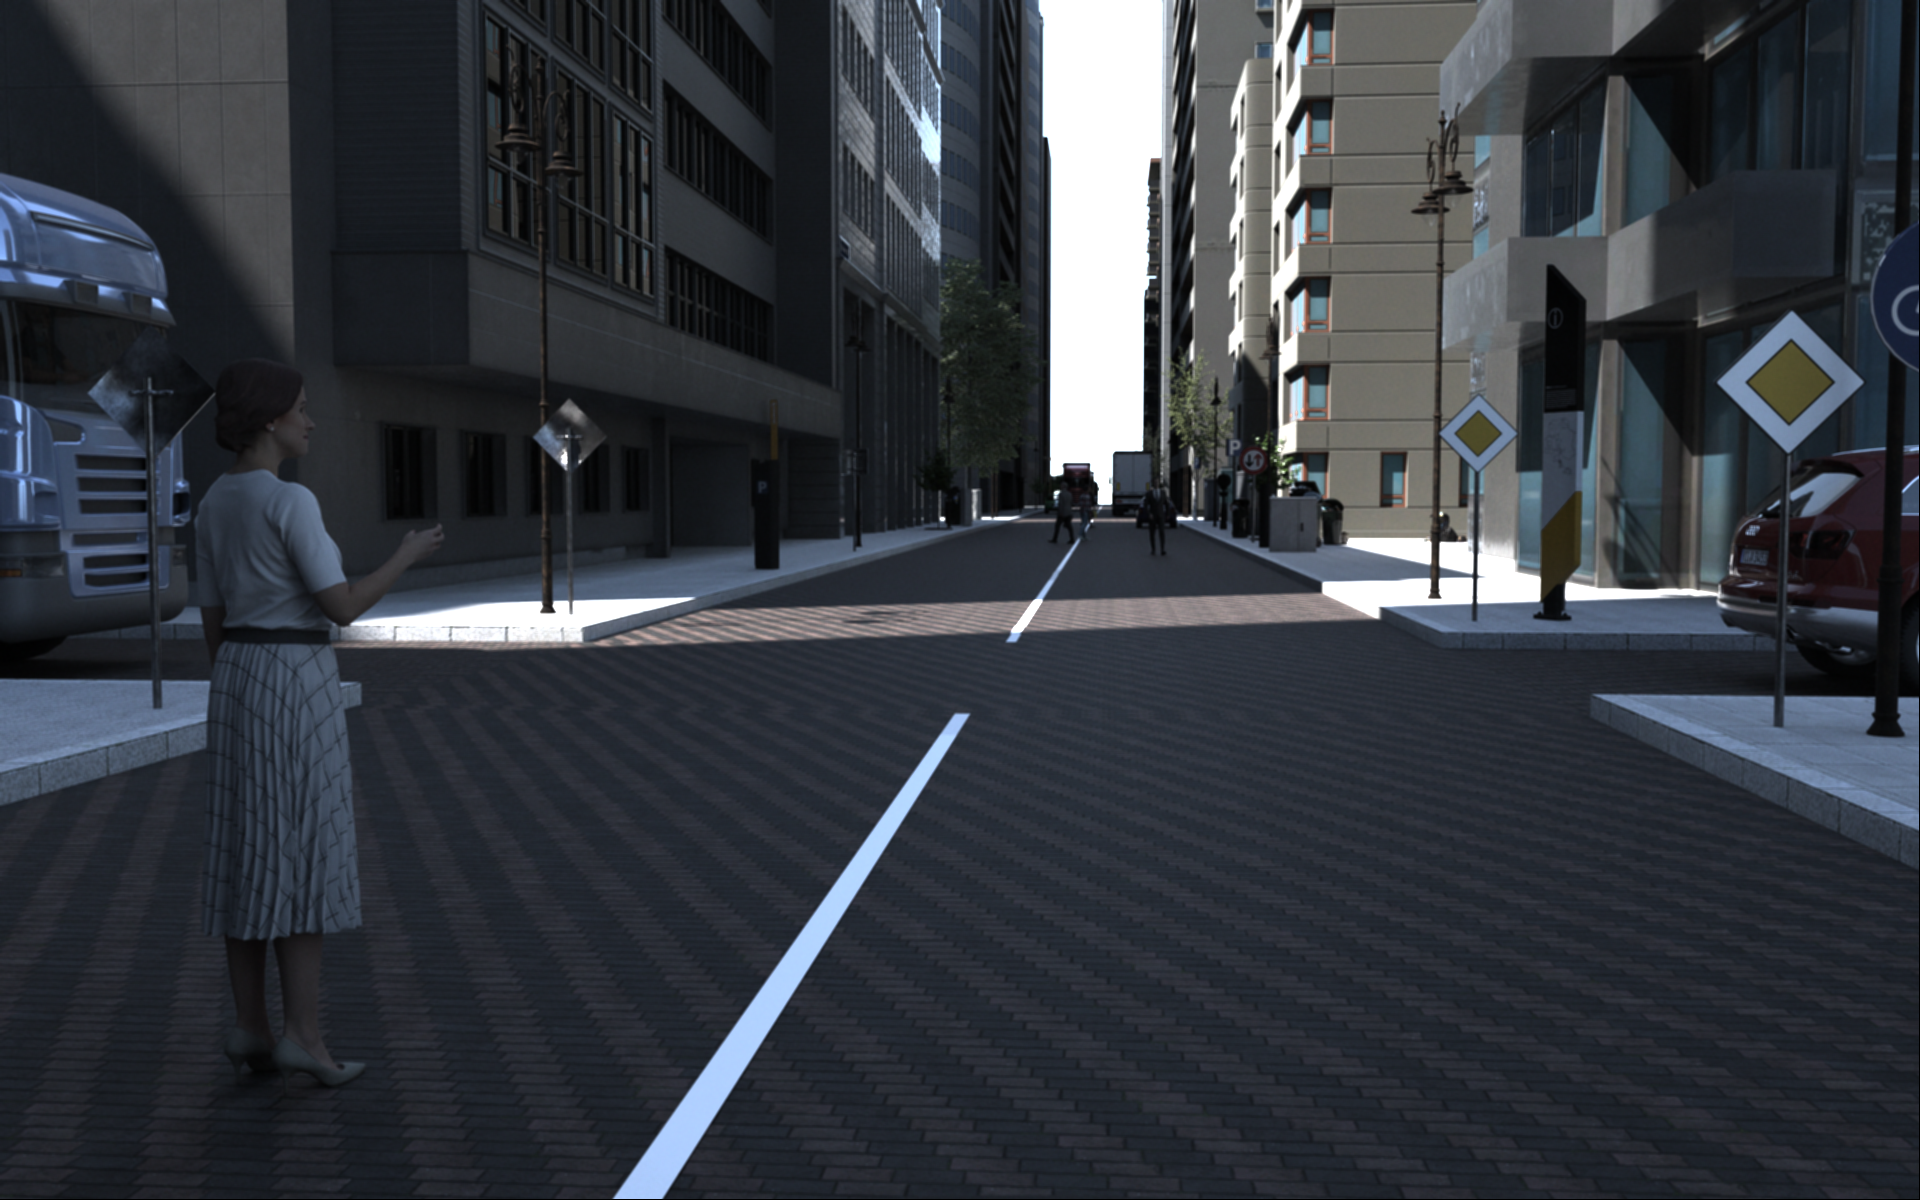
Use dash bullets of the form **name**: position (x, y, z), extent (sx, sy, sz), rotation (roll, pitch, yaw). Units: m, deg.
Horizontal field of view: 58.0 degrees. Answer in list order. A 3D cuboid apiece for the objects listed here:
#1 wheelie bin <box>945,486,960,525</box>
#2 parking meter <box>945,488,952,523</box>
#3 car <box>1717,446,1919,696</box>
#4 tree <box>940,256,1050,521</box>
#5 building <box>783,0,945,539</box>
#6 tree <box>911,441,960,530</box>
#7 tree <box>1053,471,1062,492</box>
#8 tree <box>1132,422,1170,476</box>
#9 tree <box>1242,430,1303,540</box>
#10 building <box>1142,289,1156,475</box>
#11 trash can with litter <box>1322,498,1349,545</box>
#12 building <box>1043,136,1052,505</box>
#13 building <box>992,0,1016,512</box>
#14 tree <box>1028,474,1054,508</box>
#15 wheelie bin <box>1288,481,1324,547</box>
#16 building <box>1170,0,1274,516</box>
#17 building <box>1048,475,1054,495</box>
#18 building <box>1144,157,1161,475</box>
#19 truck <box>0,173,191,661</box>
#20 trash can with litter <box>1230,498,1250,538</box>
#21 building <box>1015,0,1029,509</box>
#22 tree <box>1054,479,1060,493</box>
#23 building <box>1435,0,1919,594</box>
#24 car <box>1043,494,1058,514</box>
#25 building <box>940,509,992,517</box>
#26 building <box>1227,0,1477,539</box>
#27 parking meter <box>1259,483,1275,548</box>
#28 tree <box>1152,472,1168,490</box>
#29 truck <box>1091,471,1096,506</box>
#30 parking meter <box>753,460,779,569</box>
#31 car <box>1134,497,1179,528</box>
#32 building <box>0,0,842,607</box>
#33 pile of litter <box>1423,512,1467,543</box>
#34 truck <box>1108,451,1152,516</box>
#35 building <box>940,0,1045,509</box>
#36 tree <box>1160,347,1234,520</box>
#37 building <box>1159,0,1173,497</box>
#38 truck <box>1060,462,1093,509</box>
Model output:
- **wheelie bin**: position (-0.185, -3.881, 71.360), extent (0.693, 1.594, 0.980), rotation (-1, 4, -23)
- **parking meter**: position (-0.481, -4.132, 75.977), extent (0.372, 1.533, 0.369), rotation (0, 3, 0)
- **car**: position (8.423, -0.243, 12.644), extent (5.304, 1.827, 2.281), rotation (0, 4, 5)
- **tree**: position (0.406, -10.114, 83.492), extent (7.486, 12.596, 7.792), rotation (0, 3, 0)
- **building**: position (-7.515, -17.495, 63.543), extent (11.434, 29.767, 29.804), rotation (0, 4, 5)
- **tree**: position (-0.778, -4.159, 62.594), extent (1.663, 3.219, 1.824), rotation (0, 3, 0)
- **tree**: position (14.199, -16.030, 245.805), extent (4.285, 4.588, 4.351), rotation (0, 3, 0)
- **tree**: position (19.661, -13.849, 176.787), extent (4.360, 8.622, 3.978), rotation (0, 3, 0)
- **tree**: position (8.477, -3.274, 48.131), extent (1.663, 3.219, 1.824), rotation (0, 3, 0)
- **building**: position (32.648, -28.821, 242.916), extent (14.160, 30.474, 14.107), rotation (0, 4, 5)
- **trash can with litter**: position (9.495, -1.997, 44.032), extent (0.624, 1.170, 1.055), rotation (2, 4, 30)
- **building**: position (4.092, -34.413, 212.762), extent (14.600, 45.320, 14.200), rotation (0, 4, 5)
- **building**: position (-6.984, -31.112, 132.389), extent (21.300, 48.544, 21.600), rotation (0, 4, 5)
- **tree**: position (7.429, -10.310, 163.165), extent (1.663, 3.219, 1.824), rotation (0, 3, 0)
- **wheelie bin**: position (8.342, -2.075, 41.838), extent (0.693, 1.594, 0.980), rotation (-3, 5, -39)
- **building**: position (26.632, -30.789, 127.100), extent (21.300, 48.544, 21.600), rotation (0, 4, 5)
- **building**: position (2.229, -48.399, 229.571), extent (20.563, 71.187, 20.611), rotation (0, 4, 5)
- **building**: position (34.797, -34.627, 220.768), extent (22.147, 44.769, 28.867), rotation (0, 4, 5)
- **truck**: position (-15.272, -1.497, 14.239), extent (18.799, 4.110, 2.967), rotation (0, 4, 4)
- **trash can with litter**: position (8.153, -2.415, 50.876), extent (0.624, 1.170, 1.055), rotation (0, 4, -1)
- **building**: position (-1.244, -30.610, 150.583), extent (14.600, 45.320, 14.200), rotation (0, 4, 5)
- **tree**: position (9.917, -11.864, 188.583), extent (1.663, 3.219, 1.824), rotation (0, 3, 0)
- **building**: position (22.897, -24.816, 25.351), extent (30.456, 49.044, 23.786), rotation (0, 4, 5)
- **car**: position (7.199, -7.326, 128.580), extent (1.959, 1.807, 4.718), rotation (0, 4, 5)
- **building**: position (-9.372, -34.577, 107.338), extent (21.231, 58.520, 28.212), rotation (0, 4, 5)
- **building**: position (24.667, -13.294, 62.391), extent (27.650, 21.520, 28.899), rotation (0, 4, 5)
- **parking meter**: position (7.378, -2.029, 41.587), extent (0.372, 1.533, 0.369), rotation (0, 3, 0)
- **tree**: position (17.060, -9.513, 150.146), extent (1.663, 3.219, 1.824), rotation (0, 3, 0)
- **truck**: position (15.382, -13.799, 214.524), extent (2.839, 4.237, 11.283), rotation (0, 4, 3)
- **parking meter**: position (-3.310, -1.460, 29.581), extent (0.399, 1.863, 0.255), rotation (2, 4, 28)
- **car**: position (8.443, -3.788, 74.517), extent (1.945, 1.354, 3.894), rotation (0, 4, 6)
- **building**: position (-11.613, -13.150, 34.065), extent (14.314, 24.678, 30.058), rotation (0, 4, 5)
- **pile of litter**: position (13.047, -1.983, 46.379), extent (1.176, 0.858, 1.719), rotation (-1, 4, -10)
- **truck**: position (11.528, -7.837, 117.041), extent (2.839, 4.237, 11.283), rotation (0, 4, 4)
- **building**: position (-1.819, -39.732, 191.623), extent (21.231, 58.520, 28.212), rotation (0, 4, 5)
- **tree**: position (11.909, -8.323, 86.437), extent (4.737, 8.622, 4.395), rotation (0, 3, 0)
- **building**: position (32.734, -39.749, 191.896), extent (21.231, 58.520, 28.212), rotation (0, 4, 5)
- **truck**: position (10.479, -10.160, 155.030), extent (2.839, 4.237, 11.283), rotation (0, 4, 4)
